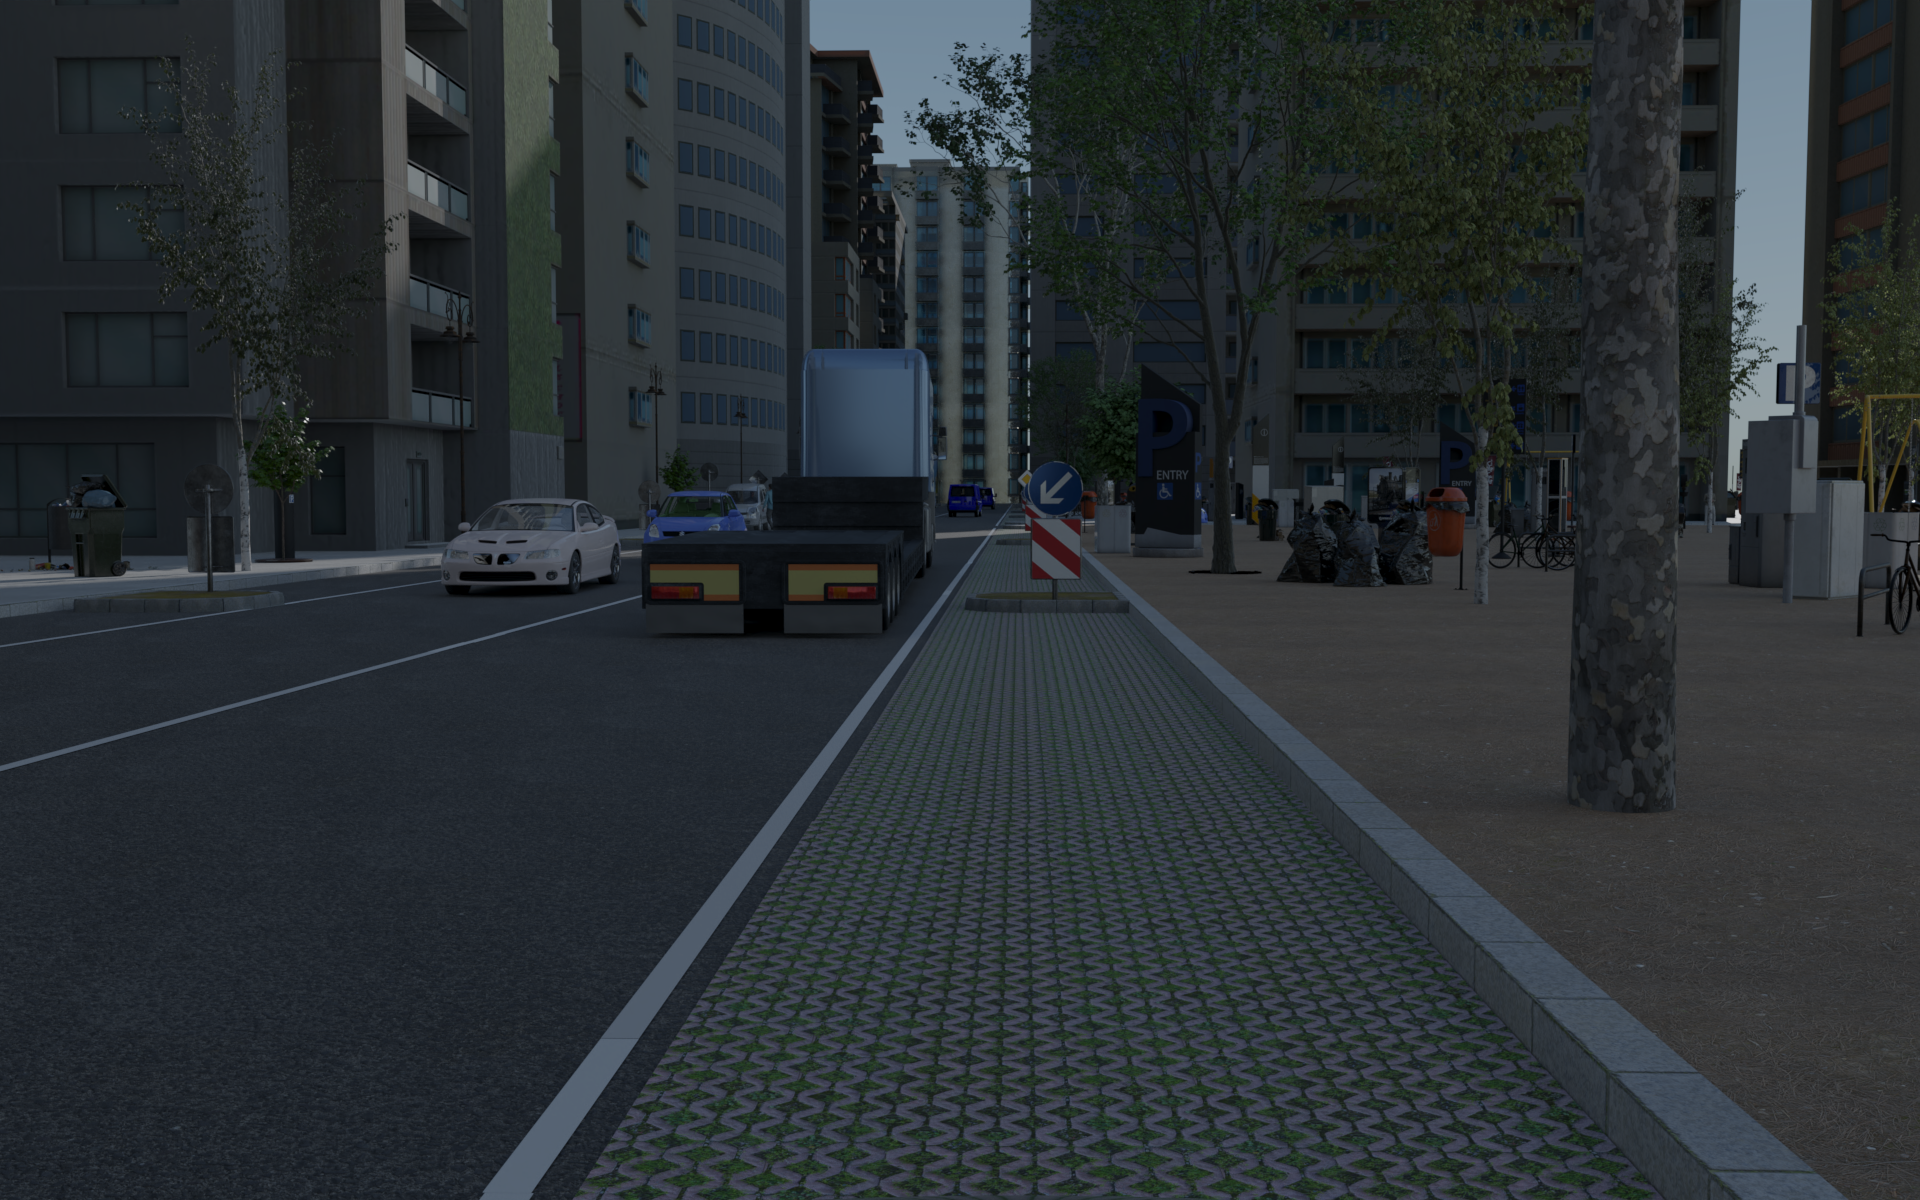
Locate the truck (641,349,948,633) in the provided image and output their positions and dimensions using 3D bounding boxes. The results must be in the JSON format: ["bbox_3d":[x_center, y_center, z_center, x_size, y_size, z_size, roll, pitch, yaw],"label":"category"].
[{"bbox_3d":[-1.831,-2.239,26.370,2.967,4.110,18.799,0,4,1],"label":"truck"}]

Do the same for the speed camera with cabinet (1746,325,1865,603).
[{"bbox_3d":[10.252,-1.629,20.965,2.038,3.252,0.660,-3,5,-41],"label":"speed camera with cabinet"}]

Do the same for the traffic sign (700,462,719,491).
[{"bbox_3d":[-10.104,-4.261,69.771,0.768,2.556,0.104,0,4,8],"label":"traffic sign"}]

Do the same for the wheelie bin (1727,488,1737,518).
[{"bbox_3d":[41.949,-5.286,94.340,0.693,1.594,0.980,2,4,23],"label":"wheelie bin"}]

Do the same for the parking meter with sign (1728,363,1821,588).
[{"bbox_3d":[11.141,-1.689,23.881,0.543,3.016,1.738,0,4,1],"label":"parking meter with sign"}]

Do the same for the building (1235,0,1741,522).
[{"bbox_3d":[25.657,-28.539,90.321,21.600,48.544,21.300,0,4,2],"label":"building"}]

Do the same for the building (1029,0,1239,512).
[{"bbox_3d":[16.083,-36.430,137.624,21.231,58.520,28.212,0,4,2],"label":"building"}]

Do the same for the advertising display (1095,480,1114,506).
[{"bbox_3d":[6.634,-4.535,79.369,0.974,1.923,0.123,-2,4,-29],"label":"advertising display"}]

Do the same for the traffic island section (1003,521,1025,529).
[{"bbox_3d":[3.061,-3.485,79.256,2.009,0.180,2.903,0,4,2],"label":"traffic island section"}]

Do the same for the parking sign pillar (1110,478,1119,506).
[{"bbox_3d":[9.856,-7.655,113.635,1.447,3.967,1.447,-1,4,-16],"label":"parking sign pillar"}]

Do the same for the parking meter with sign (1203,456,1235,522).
[{"bbox_3d":[11.947,-5.163,80.680,0.543,3.016,1.738,-2,4,-27],"label":"parking meter with sign"}]

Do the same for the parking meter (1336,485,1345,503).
[{"bbox_3d":[10.325,-2.385,47.404,0.372,1.533,0.369,0,3,0],"label":"parking meter"}]

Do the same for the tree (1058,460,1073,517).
[{"bbox_3d":[6.074,-6.354,98.497,1.663,3.219,1.824,0,3,0],"label":"tree"}]

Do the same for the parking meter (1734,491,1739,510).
[{"bbox_3d":[62.923,-8.076,140.446,0.372,1.533,0.369,0,3,0],"label":"parking meter"}]

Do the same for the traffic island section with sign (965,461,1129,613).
[{"bbox_3d":[1.074,-0.797,21.667,1.989,1.847,2.006,0,4,2],"label":"traffic island section with sign"}]

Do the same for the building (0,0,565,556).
[{"bbox_3d":[-18.320,-21.844,40.737,14.154,41.232,14.086,0,4,2],"label":"building"}]

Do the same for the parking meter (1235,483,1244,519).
[{"bbox_3d":[14.238,-5.045,88.197,0.399,1.863,0.255,-3,4,-37],"label":"parking meter"}]

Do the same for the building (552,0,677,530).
[{"bbox_3d":[-22.667,-26.723,60.622,21.600,48.544,21.300,0,4,2],"label":"building"}]

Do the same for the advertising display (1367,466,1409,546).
[{"bbox_3d":[9.989,-2.163,40.580,0.123,1.923,0.974,-3,5,-43],"label":"advertising display"}]

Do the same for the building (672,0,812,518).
[{"bbox_3d":[-20.209,-33.704,93.055,21.231,58.520,28.212,0,4,2],"label":"building"}]

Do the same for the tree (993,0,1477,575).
[{"bbox_3d":[4.342,-6.236,27.710,9.928,11.665,9.643,0,3,0],"label":"tree"}]

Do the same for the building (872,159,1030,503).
[{"bbox_3d":[-4.278,-38.570,250.220,30.456,49.044,23.786,0,4,2],"label":"building"}]

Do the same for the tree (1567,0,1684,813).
[{"bbox_3d":[4.128,-9.184,6.052,12.611,20.169,13.585,0,3,0],"label":"tree"}]

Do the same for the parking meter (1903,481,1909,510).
[{"bbox_3d":[43.857,-4.558,80.232,0.255,1.863,0.399,2,4,28],"label":"parking meter"}]

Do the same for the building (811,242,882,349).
[{"bbox_3d":[-20.979,-17.662,133.808,27.650,21.520,28.899,0,4,2],"label":"building"}]

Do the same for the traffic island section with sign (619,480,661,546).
[{"bbox_3d":[-8.808,-2.460,48.855,1.989,1.847,2.006,0,4,2],"label":"traffic island section with sign"}]

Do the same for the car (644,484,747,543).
[{"bbox_3d":[-5.477,-1.619,36.055,1.945,1.707,3.694,0,4,1],"label":"car"}]

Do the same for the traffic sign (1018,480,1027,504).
[{"bbox_3d":[3.037,-4.620,79.179,0.795,2.450,0.064,0,4,2],"label":"traffic sign"}]

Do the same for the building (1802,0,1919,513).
[{"bbox_3d":[58.859,-26.565,88.958,28.867,44.769,22.147,0,4,2],"label":"building"}]

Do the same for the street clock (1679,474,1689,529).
[{"bbox_3d":[26.581,-3.612,63.634,0.358,2.002,0.471,1,4,21],"label":"street clock"}]

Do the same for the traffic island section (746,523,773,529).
[{"bbox_3d":[-8.349,-3.020,71.663,2.009,0.180,2.903,0,4,2],"label":"traffic island section"}]

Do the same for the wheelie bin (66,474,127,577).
[{"bbox_3d":[-13.403,-1.161,26.887,0.980,1.594,0.693,2,4,31],"label":"wheelie bin"}]

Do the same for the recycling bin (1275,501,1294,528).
[{"bbox_3d":[12.521,-3.314,66.746,0.722,1.027,0.722,0,4,-5],"label":"recycling bin"}]

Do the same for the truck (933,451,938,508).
[{"bbox_3d":[-3.018,-7.508,111.666,2.839,4.237,11.283,0,4,3],"label":"truck"}]

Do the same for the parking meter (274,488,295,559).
[{"bbox_3d":[-13.469,-1.597,34.519,0.372,1.533,0.369,0,3,0],"label":"parking meter"}]

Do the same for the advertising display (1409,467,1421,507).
[{"bbox_3d":[10.480,-2.208,41.314,0.974,1.923,0.123,0,4,-2],"label":"advertising display"}]

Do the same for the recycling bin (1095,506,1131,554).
[{"bbox_3d":[3.319,-1.538,37.692,0.722,1.027,0.722,0,4,-1],"label":"recycling bin"}]

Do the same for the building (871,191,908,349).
[{"bbox_3d":[-18.719,-31.912,213.638,23.993,40.220,32.217,0,4,2],"label":"building"}]

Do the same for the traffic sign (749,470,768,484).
[{"bbox_3d":[-8.326,-4.156,71.600,0.795,2.450,0.064,0,4,2],"label":"traffic sign"}]

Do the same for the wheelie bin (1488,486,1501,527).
[{"bbox_3d":[20.464,-3.603,66.819,0.693,1.594,0.980,-3,5,-40],"label":"wheelie bin"}]

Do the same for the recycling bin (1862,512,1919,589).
[{"bbox_3d":[12.615,-0.685,23.751,0.722,1.027,0.722,-3,4,-37],"label":"recycling bin"}]

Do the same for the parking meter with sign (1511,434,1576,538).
[{"bbox_3d":[17.056,-3.329,50.684,1.738,3.016,0.543,1,4,16],"label":"parking meter with sign"}]

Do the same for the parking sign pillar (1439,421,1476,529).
[{"bbox_3d":[18.258,-4.593,63.572,1.447,3.967,1.447,1,4,18],"label":"parking sign pillar"}]

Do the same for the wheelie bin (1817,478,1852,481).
[{"bbox_3d":[17.105,-1.588,33.876,0.693,1.594,0.980,-3,4,-38],"label":"wheelie bin"}]

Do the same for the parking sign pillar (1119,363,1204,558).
[{"bbox_3d":[4.260,-2.867,35.351,1.447,3.967,1.447,2,4,29],"label":"parking sign pillar"}]

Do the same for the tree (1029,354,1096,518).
[{"bbox_3d":[5.763,-8.628,91.432,4.360,8.622,3.978,0,3,0],"label":"tree"}]

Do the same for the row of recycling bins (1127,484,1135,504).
[{"bbox_3d":[6.946,-3.263,60.460,1.069,1.692,3.534,-2,4,-24],"label":"row of recycling bins"}]

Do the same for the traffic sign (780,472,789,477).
[{"bbox_3d":[-8.050,-4.645,79.581,0.795,2.450,0.064,0,4,2],"label":"traffic sign"}]

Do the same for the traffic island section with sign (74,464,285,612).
[{"bbox_3d":[-9.738,-0.813,21.916,1.989,1.847,2.006,0,4,2],"label":"traffic island section with sign"}]

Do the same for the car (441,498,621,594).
[{"bbox_3d":[-6.399,-0.849,26.250,2.083,1.381,4.827,0,4,0],"label":"car"}]

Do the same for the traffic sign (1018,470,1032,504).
[{"bbox_3d":[2.761,-4.132,71.199,0.795,2.450,0.064,0,4,2],"label":"traffic sign"}]

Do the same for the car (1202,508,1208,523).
[{"bbox_3d":[8.965,-4.041,75.656,3.694,1.707,1.945,0,4,3],"label":"car"}]

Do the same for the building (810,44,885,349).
[{"bbox_3d":[-18.981,-31.480,169.319,22.147,44.769,28.867,0,4,2],"label":"building"}]

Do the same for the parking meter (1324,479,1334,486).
[{"bbox_3d":[13.769,-3.612,64.761,0.399,1.863,0.255,0,4,7],"label":"parking meter"}]

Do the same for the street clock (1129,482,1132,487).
[{"bbox_3d":[9.817,-5.729,98.240,0.471,2.002,0.358,-1,4,-8],"label":"street clock"}]

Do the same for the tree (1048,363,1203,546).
[{"bbox_3d":[4.403,-3.659,43.537,4.285,4.588,4.351,0,3,0],"label":"tree"}]
